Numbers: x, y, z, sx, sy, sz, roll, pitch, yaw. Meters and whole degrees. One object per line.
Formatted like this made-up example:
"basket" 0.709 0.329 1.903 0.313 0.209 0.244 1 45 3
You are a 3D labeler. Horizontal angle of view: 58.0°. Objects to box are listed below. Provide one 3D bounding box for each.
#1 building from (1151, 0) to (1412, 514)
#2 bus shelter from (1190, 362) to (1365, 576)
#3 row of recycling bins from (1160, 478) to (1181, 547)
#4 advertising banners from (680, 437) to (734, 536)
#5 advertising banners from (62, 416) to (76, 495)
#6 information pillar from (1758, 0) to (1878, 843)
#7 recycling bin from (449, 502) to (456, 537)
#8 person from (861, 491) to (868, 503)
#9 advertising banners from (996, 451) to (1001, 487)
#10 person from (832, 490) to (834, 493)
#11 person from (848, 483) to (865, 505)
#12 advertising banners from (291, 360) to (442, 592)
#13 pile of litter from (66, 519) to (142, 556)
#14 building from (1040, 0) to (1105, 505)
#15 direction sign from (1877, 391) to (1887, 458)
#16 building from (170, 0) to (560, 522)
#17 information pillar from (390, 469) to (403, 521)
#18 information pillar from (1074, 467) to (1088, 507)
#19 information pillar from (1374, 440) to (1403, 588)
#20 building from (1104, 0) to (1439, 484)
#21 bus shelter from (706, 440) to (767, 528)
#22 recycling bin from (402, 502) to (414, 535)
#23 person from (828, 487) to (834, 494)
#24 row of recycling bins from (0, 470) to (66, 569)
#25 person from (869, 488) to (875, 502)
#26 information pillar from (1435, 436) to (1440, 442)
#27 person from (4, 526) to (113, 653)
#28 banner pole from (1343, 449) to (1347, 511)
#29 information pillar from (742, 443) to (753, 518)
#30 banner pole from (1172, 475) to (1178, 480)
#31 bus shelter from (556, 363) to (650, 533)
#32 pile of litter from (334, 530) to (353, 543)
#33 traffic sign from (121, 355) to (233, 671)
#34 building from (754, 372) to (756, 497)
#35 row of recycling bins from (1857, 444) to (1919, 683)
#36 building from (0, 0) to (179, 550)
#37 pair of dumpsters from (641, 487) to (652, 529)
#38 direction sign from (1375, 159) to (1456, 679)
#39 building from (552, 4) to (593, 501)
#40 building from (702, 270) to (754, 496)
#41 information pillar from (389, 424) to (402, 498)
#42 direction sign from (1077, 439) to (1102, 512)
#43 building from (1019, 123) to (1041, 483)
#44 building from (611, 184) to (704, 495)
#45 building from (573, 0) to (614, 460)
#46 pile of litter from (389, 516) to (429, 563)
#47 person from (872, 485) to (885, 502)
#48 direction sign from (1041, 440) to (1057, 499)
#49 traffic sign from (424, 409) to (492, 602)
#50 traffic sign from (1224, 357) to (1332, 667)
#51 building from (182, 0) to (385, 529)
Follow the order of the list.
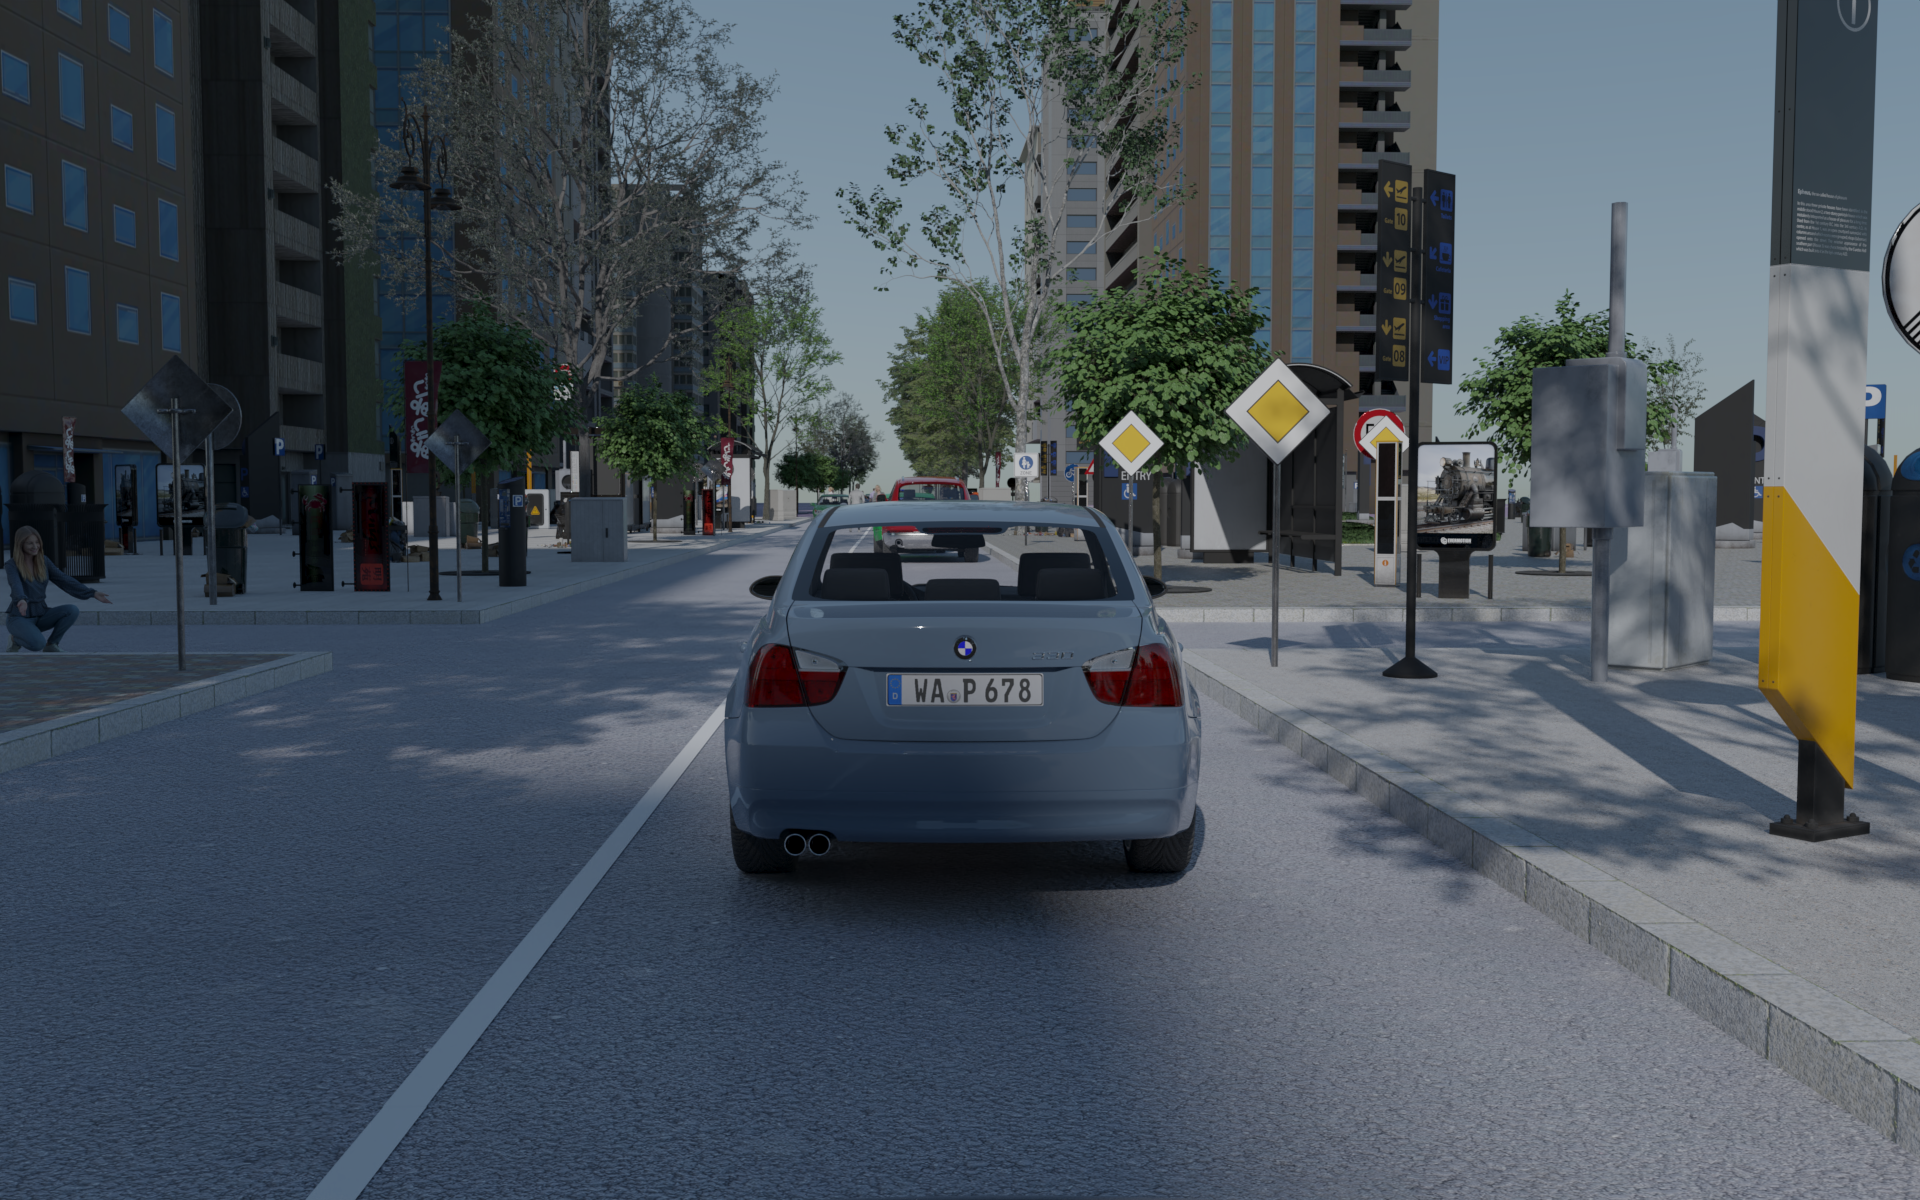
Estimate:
"building" 20.571 -28.384 114.196 14.600 45.320 14.200 0 4 -2
"bus shelter" 5.123 -2.172 29.436 2.014 3.302 5.546 0 4 -2
"row of recycling bins" 5.737 -2.136 42.030 1.069 1.692 3.534 -2 4 -26
"advertising banners" -7.828 -3.520 53.732 2.074 3.025 0.090 2 4 29
"advertising banners" -20.127 -2.576 38.308 0.090 3.025 2.074 0 4 6
"information pillar" 3.172 -0.919 6.383 0.504 3.616 0.183 -2 4 -30
"recycling bin" -15.353 -2.456 52.707 0.722 1.027 0.722 2 4 30
"person" -8.798 -9.084 157.738 0.721 1.743 1.217 3 4 37
"advertising banners" 1.275 -4.635 71.963 0.090 3.025 2.074 -1 4 -22
"person" -7.507 -5.680 102.298 0.756 1.711 0.436 3 4 37
"person" -3.905 -3.476 65.185 0.661 1.843 0.795 1 4 13
"advertising banners" -7.760 -1.621 22.696 2.074 3.025 0.090 0 4 5
"pile of litter" -18.034 -1.360 36.197 1.719 0.858 1.176 -1 4 -17
"building" 20.437 -41.032 212.869 21.231 58.520 28.212 0 4 -2
"direction sign" 19.970 -2.789 37.604 0.379 3.537 0.876 1 4 19
"building" -28.247 -26.596 84.954 14.600 45.320 14.200 0 4 -2
"information pillar" -16.315 -2.793 50.161 0.304 2.012 0.304 -1 4 -23
"information pillar" 3.284 -2.602 47.043 0.304 2.012 0.304 -1 4 -15
"information pillar" 5.910 -1.186 23.888 0.304 2.012 0.304 2 4 27
"building" 22.833 -31.092 132.058 21.300 48.544 21.600 0 4 -2
"bus shelter" -8.673 -4.482 67.209 2.014 3.302 5.546 0 4 -2
"recycling bin" -17.649 -2.609 55.214 0.722 1.027 0.722 0 4 3
"person" -6.634 -4.933 89.378 0.641 1.798 0.478 -1 4 -20
"row of recycling bins" -17.185 -1.365 29.437 3.534 1.692 1.069 -2 4 -28
"person" -5.899 -6.805 119.623 0.709 1.838 0.599 1 4 13
"information pillar" 19.289 -4.803 69.889 0.183 3.616 0.504 -1 4 -12
"person" -8.063 -0.083 15.364 0.738 1.151 1.012 2 4 31
"banner pole" 21.162 -6.453 95.527 0.401 3.779 0.863 3 5 43
"information pillar" -9.802 -5.429 80.118 0.504 3.616 0.183 0 4 1
"banner pole" 10.424 -5.721 83.557 0.401 3.779 0.863 -3 5 -41
"bus shelter" -11.483 -4.786 55.886 2.179 5.291 8.768 0 4 -2
"pile of litter" -16.061 -1.975 46.249 1.176 0.858 1.719 2 4 30
"traffic sign" -5.655 -0.544 12.536 0.795 2.450 0.064 0 4 -2
"building" -35.768 -28.520 238.001 14.160 30.474 14.107 0 4 -2
"row of recycling bins" 6.954 -0.267 11.473 1.069 1.692 3.534 -1 4 -23
"building" -28.265 -23.889 40.700 14.600 45.320 14.200 0 4 -2
"pair of dumpsters" -12.109 -3.757 63.925 1.574 2.255 4.437 0 4 -2
"direction sign" 3.169 -1.229 12.093 0.876 3.537 0.379 -3 5 -41
"building" -38.469 -31.717 107.820 28.713 52.752 27.495 0 4 -2
"building" -34.808 -27.660 223.946 14.160 30.474 14.107 0 4 -2
"information pillar" -18.890 -4.070 57.897 0.504 3.616 0.183 3 4 39
"direction sign" 2.517 -2.388 31.038 0.876 3.537 0.379 1 4 18
"building" 23.312 -39.924 241.997 28.713 52.752 27.495 0 4 -2
"building" -43.323 -31.342 204.314 32.217 40.220 23.993 0 4 -2
"building" -35.381 -42.394 131.392 20.563 71.187 20.611 0 4 -2
"pile of litter" -10.524 -1.172 33.129 1.176 0.858 1.719 1 4 14
"person" -3.143 -3.588 67.351 0.537 1.800 0.526 0 4 1
"direction sign" 3.764 -4.985 73.497 0.876 3.537 0.379 3 5 43
"traffic sign" -5.944 -1.032 20.516 0.795 2.450 0.064 0 4 -2
"traffic sign" 2.334 -0.560 12.803 0.795 2.450 0.064 0 4 -2
"building" -30.366 -17.829 63.204 14.160 30.474 14.107 0 4 -2
